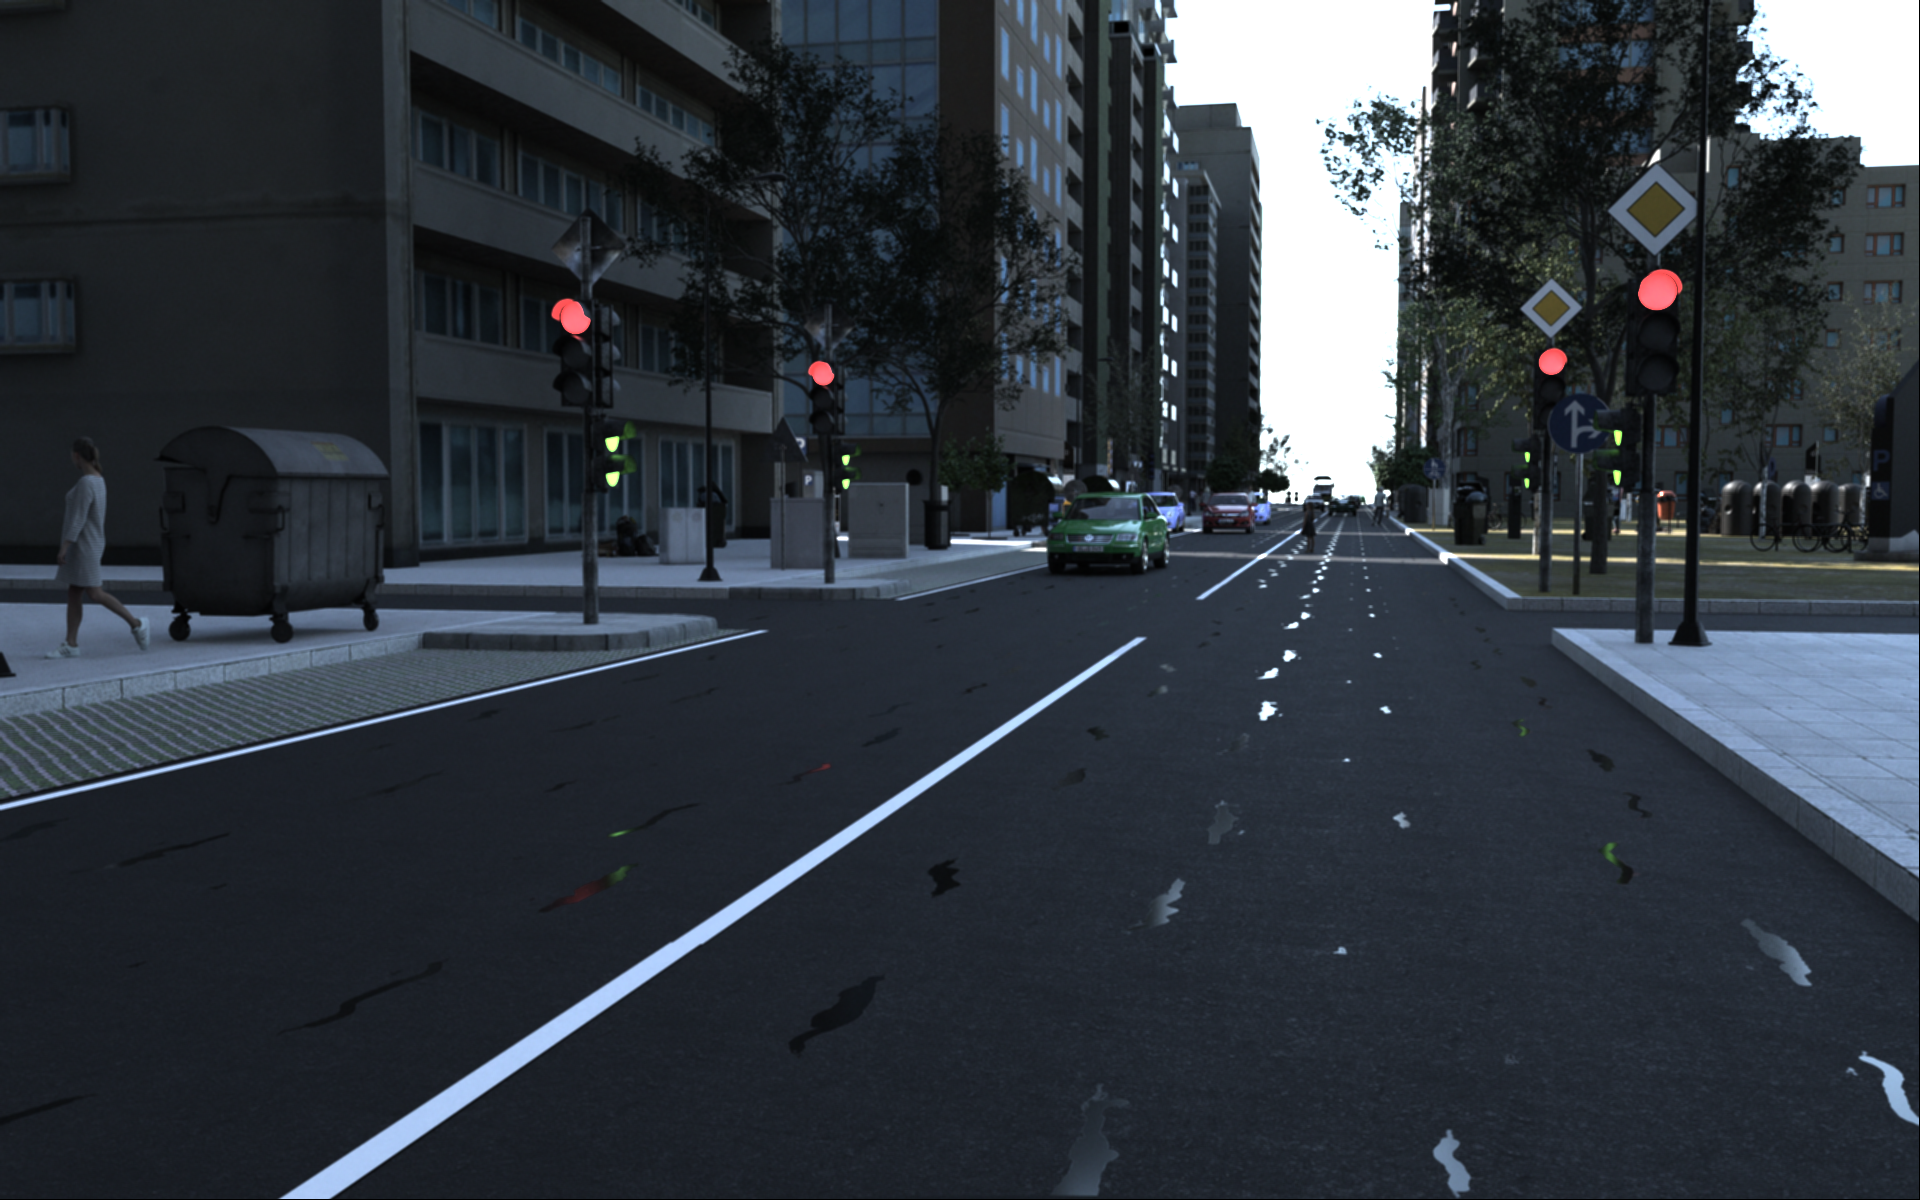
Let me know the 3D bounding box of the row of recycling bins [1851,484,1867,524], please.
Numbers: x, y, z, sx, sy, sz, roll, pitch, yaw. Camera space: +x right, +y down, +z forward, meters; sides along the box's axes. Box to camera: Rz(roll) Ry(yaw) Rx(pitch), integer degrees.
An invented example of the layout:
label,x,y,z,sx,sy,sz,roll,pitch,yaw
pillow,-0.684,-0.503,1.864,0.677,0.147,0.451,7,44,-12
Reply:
label,x,y,z,sx,sy,sz,roll,pitch,yaw
row of recycling bins,35.699,-3.808,69.376,1.069,1.692,3.534,2,4,30

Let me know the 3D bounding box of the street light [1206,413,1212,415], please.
label,x,y,z,sx,sy,sz,roll,pitch,yaw
street light,13.744,-7.773,99.637,1.470,5.913,1.316,1,4,13

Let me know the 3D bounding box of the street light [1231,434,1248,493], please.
label,x,y,z,sx,sy,sz,roll,pitch,yaw
street light,21.552,-9.872,133.946,1.470,5.913,1.316,1,4,13

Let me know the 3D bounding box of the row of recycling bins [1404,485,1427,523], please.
label,x,y,z,sx,sy,sz,roll,pitch,yaw
row of recycling bins,20.469,-4.322,77.781,1.069,1.692,3.534,1,4,14

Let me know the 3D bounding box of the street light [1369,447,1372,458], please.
label,x,y,z,sx,sy,sz,roll,pitch,yaw
street light,41.112,-12.105,170.458,1.470,5.913,1.316,1,4,13

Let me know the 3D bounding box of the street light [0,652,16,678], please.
label,x,y,z,sx,sy,sz,roll,pitch,yaw
street light,-6.300,-2.405,11.864,1.470,5.913,1.316,1,4,13

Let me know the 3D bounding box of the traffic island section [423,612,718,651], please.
label,x,y,z,sx,sy,sz,roll,pitch,yaw
traffic island section,-3.667,0.315,17.134,2.009,0.180,2.903,1,4,13

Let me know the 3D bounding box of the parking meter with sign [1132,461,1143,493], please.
label,x,y,z,sx,sy,sz,roll,pitch,yaw
parking meter with sign,9.257,-5.845,91.825,0.543,3.016,1.738,0,4,-5

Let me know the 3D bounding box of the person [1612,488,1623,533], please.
label,x,y,z,sx,sy,sz,roll,pitch,yaw
person,21.512,-3.098,56.701,0.388,1.821,0.555,0,4,5

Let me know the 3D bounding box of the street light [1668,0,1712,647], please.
label,x,y,z,sx,sy,sz,roll,pitch,yaw
street light,5.694,-2.578,14.699,1.470,5.913,1.316,1,4,13

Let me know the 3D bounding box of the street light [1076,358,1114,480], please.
label,x,y,z,sx,sy,sz,roll,pitch,yaw
street light,4.555,-5.301,59.210,1.470,5.913,1.316,1,4,13

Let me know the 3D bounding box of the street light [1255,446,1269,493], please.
label,x,y,z,sx,sy,sz,roll,pitch,yaw
street light,29.242,-11.946,167.865,1.470,5.913,1.316,1,4,13

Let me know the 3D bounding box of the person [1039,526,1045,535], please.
label,x,y,z,sx,sy,sz,roll,pitch,yaw
person,2.605,-2.693,54.758,0.332,1.250,0.352,2,4,33

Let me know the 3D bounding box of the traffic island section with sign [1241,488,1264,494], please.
label,x,y,z,sx,sy,sz,roll,pitch,yaw
traffic island section with sign,20.108,-6.906,121.542,1.989,1.847,2.006,1,4,13

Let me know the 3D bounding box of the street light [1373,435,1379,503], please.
label,x,y,z,sx,sy,sz,roll,pitch,yaw
street light,33.356,-9.993,135.927,1.470,5.913,1.316,1,4,13

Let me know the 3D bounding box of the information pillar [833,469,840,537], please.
label,x,y,z,sx,sy,sz,roll,pitch,yaw
information pillar,-3.795,-2.890,51.750,0.304,2.012,0.304,2,4,29

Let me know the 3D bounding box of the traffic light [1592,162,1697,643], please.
label,x,y,z,sx,sy,sz,roll,pitch,yaw
traffic light,5.892,-1.586,14.847,0.839,4.253,0.868,1,4,13

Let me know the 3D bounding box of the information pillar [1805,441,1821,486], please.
label,x,y,z,sx,sy,sz,roll,pitch,yaw
information pillar,37.831,-5.237,76.977,0.183,3.616,0.504,-3,5,-40

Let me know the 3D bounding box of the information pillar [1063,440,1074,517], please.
label,x,y,z,sx,sy,sz,roll,pitch,yaw
information pillar,4.641,-5.065,74.164,0.504,3.616,0.183,1,4,10

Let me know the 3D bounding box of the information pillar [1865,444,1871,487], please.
label,x,y,z,sx,sy,sz,roll,pitch,yaw
information pillar,40.984,-5.301,78.026,0.183,3.616,0.504,-2,4,-31

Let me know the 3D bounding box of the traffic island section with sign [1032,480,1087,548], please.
label,x,y,z,sx,sy,sz,roll,pitch,yaw
traffic island section with sign,3.087,-2.330,46.718,1.989,1.847,2.006,1,4,13

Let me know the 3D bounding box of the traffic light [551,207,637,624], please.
label,x,y,z,sx,sy,sz,roll,pitch,yaw
traffic light,-3.630,-1.717,16.991,0.839,4.253,0.868,1,4,13

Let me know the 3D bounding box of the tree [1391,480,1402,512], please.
label,x,y,z,sx,sy,sz,roll,pitch,yaw
tree,31.795,-7.904,123.838,1.663,3.219,1.824,0,3,0

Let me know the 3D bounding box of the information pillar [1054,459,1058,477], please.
label,x,y,z,sx,sy,sz,roll,pitch,yaw
information pillar,4.054,-5.083,74.460,0.183,3.616,0.504,-2,4,-29

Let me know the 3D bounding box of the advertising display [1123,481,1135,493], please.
label,x,y,z,sx,sy,sz,roll,pitch,yaw
advertising display,7.410,-4.317,75.804,0.123,1.923,0.974,2,4,31

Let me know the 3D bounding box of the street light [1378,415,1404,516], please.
label,x,y,z,sx,sy,sz,roll,pitch,yaw
street light,25.491,-7.904,101.768,1.470,5.913,1.316,1,4,13

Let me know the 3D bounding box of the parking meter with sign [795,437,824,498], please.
label,x,y,z,sx,sy,sz,roll,pitch,yaw
parking meter with sign,-4.473,-3.505,53.571,0.543,3.016,1.738,2,4,29

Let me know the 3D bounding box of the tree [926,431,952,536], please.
label,x,y,z,sx,sy,sz,roll,pitch,yaw
tree,-0.310,-3.583,53.179,1.663,3.219,1.824,0,3,0

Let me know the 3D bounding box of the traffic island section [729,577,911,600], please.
label,x,y,z,sx,sy,sz,roll,pitch,yaw
traffic island section,-1.894,-0.161,24.920,2.009,0.180,2.903,1,4,13

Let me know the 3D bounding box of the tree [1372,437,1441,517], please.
label,x,y,z,sx,sy,sz,roll,pitch,yaw
tree,25.970,-7.002,98.196,4.285,4.588,4.351,0,3,0

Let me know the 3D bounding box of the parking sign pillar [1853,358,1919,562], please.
label,x,y,z,sx,sy,sz,roll,pitch,yaw
parking sign pillar,17.952,-2.730,33.112,1.447,3.967,1.447,-2,4,-34

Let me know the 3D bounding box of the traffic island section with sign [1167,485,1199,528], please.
label,x,y,z,sx,sy,sz,roll,pitch,yaw
traffic island section with sign,9.062,-3.937,73.005,1.989,1.847,2.006,1,4,13

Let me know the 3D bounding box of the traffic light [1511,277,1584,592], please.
label,x,y,z,sx,sy,sz,roll,pitch,yaw
traffic light,7.665,-2.062,22.633,0.839,4.253,0.868,1,4,13

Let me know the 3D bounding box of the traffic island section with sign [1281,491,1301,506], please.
label,x,y,z,sx,sy,sz,roll,pitch,yaw
traffic island section with sign,38.508,-11.847,202.331,1.989,1.847,2.006,1,4,13

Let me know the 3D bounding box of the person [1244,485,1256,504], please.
label,x,y,z,sx,sy,sz,roll,pitch,yaw
person,12.721,-4.151,76.473,0.679,1.850,0.850,0,4,7

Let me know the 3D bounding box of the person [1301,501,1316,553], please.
label,x,y,z,sx,sy,sz,roll,pitch,yaw
person,8.494,-1.779,42.258,0.362,1.253,0.373,-2,4,-34

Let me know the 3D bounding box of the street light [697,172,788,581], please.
label,x,y,z,sx,sy,sz,roll,pitch,yaw
street light,-3.170,-3.226,25.291,1.470,5.913,1.316,1,4,13

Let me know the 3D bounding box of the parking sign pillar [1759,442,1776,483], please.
label,x,y,z,sx,sy,sz,roll,pitch,yaw
parking sign pillar,42.254,-6.249,90.643,1.447,3.967,1.447,3,5,43

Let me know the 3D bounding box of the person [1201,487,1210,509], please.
label,x,y,z,sx,sy,sz,roll,pitch,yaw
person,12.055,-4.674,85.109,0.537,1.800,0.526,-1,4,-19

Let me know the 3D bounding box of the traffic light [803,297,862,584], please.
label,x,y,z,sx,sy,sz,roll,pitch,yaw
traffic light,-1.857,-2.193,24.777,0.839,4.253,0.868,1,4,13

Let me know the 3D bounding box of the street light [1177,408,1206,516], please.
label,x,y,z,sx,sy,sz,roll,pitch,yaw
street light,12.295,-7.383,93.256,1.470,5.913,1.316,1,4,13

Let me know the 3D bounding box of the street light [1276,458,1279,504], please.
label,x,y,z,sx,sy,sz,roll,pitch,yaw
street light,32.314,-12.774,181.390,1.470,5.913,1.316,1,4,13

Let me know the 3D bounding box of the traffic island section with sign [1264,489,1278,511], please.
label,x,y,z,sx,sy,sz,roll,pitch,yaw
traffic island section with sign,26.101,-8.514,147.825,1.989,1.847,2.006,1,4,13

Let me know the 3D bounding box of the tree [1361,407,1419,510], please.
label,x,y,z,sx,sy,sz,roll,pitch,yaw
tree,35.323,-11.698,141.627,4.360,8.622,3.978,0,3,0

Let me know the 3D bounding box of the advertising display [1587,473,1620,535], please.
label,x,y,z,sx,sy,sz,roll,pitch,yaw
advertising display,20.162,-3.000,54.262,0.974,1.923,0.123,1,4,10

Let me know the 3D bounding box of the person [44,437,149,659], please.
label,x,y,z,sx,sy,sz,roll,pitch,yaw
person,-6.854,-0.422,13.697,0.466,1.731,0.760,3,5,41

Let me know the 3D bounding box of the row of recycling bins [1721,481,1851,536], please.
label,x,y,z,sx,sy,sz,roll,pitch,yaw
row of recycling bins,25.077,-2.799,52.874,3.534,1.692,1.069,0,4,-3
